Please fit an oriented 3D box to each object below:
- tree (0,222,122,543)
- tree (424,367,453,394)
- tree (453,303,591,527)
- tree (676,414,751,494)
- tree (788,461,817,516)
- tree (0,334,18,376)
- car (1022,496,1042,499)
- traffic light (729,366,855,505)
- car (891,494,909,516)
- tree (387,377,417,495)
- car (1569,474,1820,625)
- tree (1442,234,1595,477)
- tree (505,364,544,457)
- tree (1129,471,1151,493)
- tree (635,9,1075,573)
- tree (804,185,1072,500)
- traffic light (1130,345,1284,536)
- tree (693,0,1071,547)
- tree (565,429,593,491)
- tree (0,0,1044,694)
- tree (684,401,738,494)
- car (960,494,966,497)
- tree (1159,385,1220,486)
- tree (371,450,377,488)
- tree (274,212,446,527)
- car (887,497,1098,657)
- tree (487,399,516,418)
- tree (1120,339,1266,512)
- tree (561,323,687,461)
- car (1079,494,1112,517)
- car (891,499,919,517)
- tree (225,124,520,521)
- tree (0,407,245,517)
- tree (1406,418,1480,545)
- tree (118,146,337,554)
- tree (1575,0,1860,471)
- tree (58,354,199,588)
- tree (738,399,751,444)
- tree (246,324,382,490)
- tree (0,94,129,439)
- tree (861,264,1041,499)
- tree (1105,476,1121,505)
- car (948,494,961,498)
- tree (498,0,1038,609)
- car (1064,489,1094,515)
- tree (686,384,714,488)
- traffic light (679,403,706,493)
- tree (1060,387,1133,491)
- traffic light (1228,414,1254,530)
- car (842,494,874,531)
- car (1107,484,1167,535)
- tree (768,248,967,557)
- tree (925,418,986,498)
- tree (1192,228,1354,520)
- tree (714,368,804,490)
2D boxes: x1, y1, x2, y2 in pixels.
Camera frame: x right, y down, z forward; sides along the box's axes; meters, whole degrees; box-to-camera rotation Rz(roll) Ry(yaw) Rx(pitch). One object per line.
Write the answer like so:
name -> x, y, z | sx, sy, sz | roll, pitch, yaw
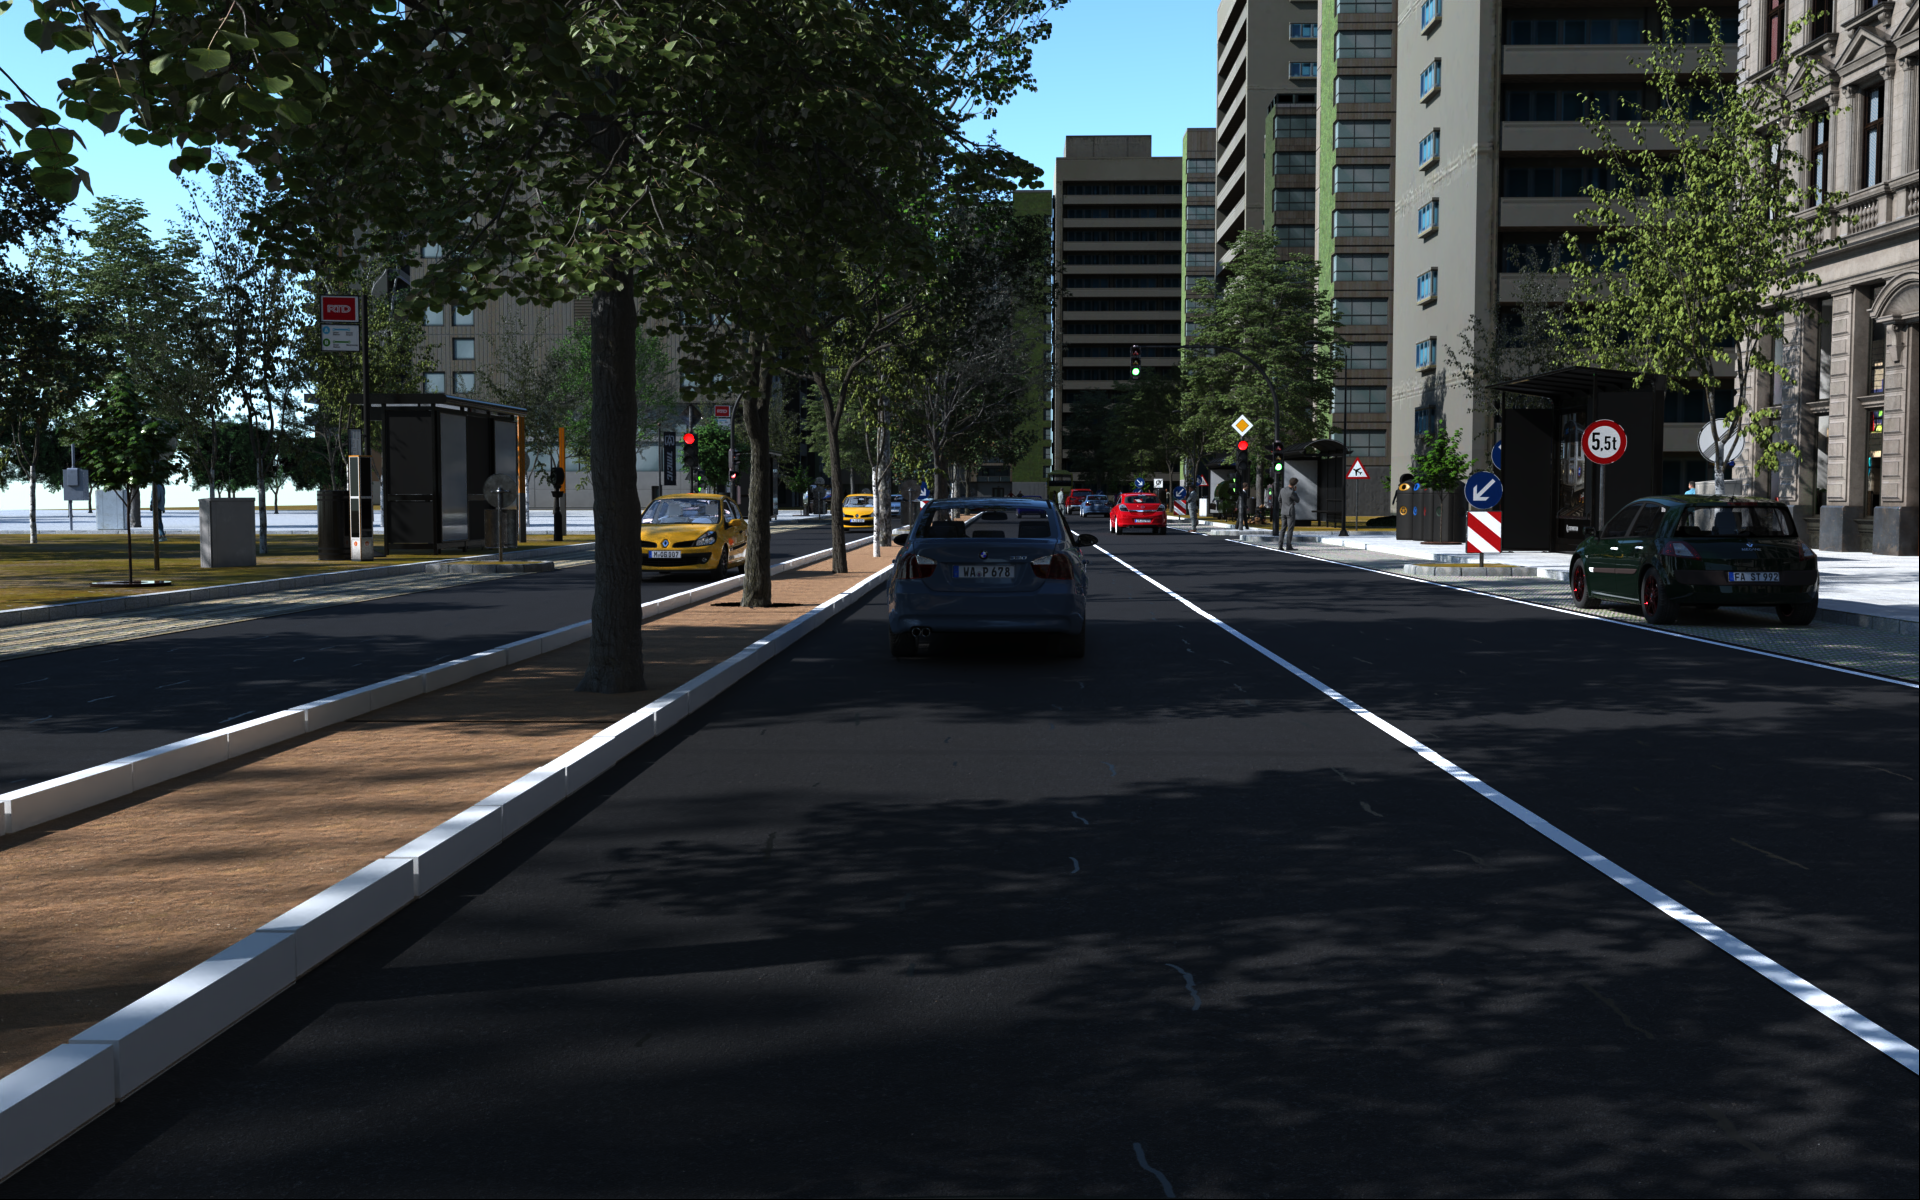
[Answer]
tree -> -24.163, -5.796, 45.130 | 4.737, 8.622, 4.395 | 0, 3, 0
tree -> -27.124, -8.886, 95.640 | 4.360, 8.622, 3.978 | 0, 3, 0
tree -> -16.675, -7.163, 67.470 | 4.360, 8.622, 3.978 | 0, 3, 0
tree -> -10.121, -5.321, 70.719 | 4.285, 4.588, 4.351 | 0, 3, 0
tree -> -9.406, -6.557, 101.815 | 1.663, 3.219, 1.824 | 0, 3, 0
tree -> -12.575, -2.210, 19.845 | 4.285, 4.588, 4.351 | 0, 3, 0
car -> 4.236, -5.540, 103.160 | 1.945, 1.354, 3.894 | 0, 4, 0
traffic light -> -5.956, -5.312, 61.520 | 4.771, 5.953, 1.251 | 0, 4, 2
car -> -3.730, -5.595, 103.481 | 2.014, 1.417, 4.499 | 0, 4, 3
tree -> -34.310, -9.758, 109.909 | 4.360, 8.622, 3.978 | 0, 3, 0
car -> 8.473, -0.641, 20.270 | 2.009, 1.686, 4.222 | 0, 4, 3
tree -> 16.220, -6.072, 49.637 | 4.360, 8.622, 3.978 | 0, 3, 0
tree -> -25.384, -10.649, 108.525 | 8.767, 10.594, 7.601 | -2, 4, -29
tree -> 15.042, -9.096, 143.325 | 1.663, 3.219, 1.824 | 0, 3, 0
tree -> -2.132, -5.775, 31.286 | 8.767, 10.594, 7.601 | 0, 4, 2
tree -> -0.853, -9.353, 65.753 | 12.009, 13.543, 11.850 | 0, 3, 0
traffic light -> 7.569, -4.789, 52.962 | 4.771, 5.953, 1.251 | 0, 4, 2
tree -> -3.259, -11.561, 47.371 | 12.611, 20.169, 13.585 | 0, 3, 0
tree -> -27.762, -11.027, 130.648 | 4.737, 8.622, 4.395 | 0, 3, 0
tree -> -2.591, -5.629, 12.625 | 7.486, 12.596, 7.792 | 0, 3, 0
tree -> -19.459, -11.274, 134.693 | 4.737, 8.622, 4.395 | 0, 3, 0
car -> 0.409, -11.474, 197.378 | 2.009, 1.686, 4.222 | 0, 4, 2
tree -> 14.601, -9.738, 109.571 | 4.737, 8.622, 4.395 | 0, 3, 0
tree -> -51.483, -10.251, 130.512 | 20.602, 7.101, 11.467 | 1, 4, 15
tree -> -15.832, -5.814, 45.427 | 4.737, 8.622, 4.395 | 0, 3, 0
car -> 0.320, -0.278, 16.541 | 2.014, 1.417, 4.499 | 0, 4, 3
tree -> -34.700, -10.981, 129.908 | 4.737, 8.622, 4.395 | 0, 3, 0
tree -> 13.771, -10.239, 101.828 | 8.767, 10.594, 7.601 | 0, 4, 0
tree -> -23.526, -12.865, 120.705 | 12.009, 13.543, 11.850 | 0, 3, 0
car -> 8.401, -5.824, 107.229 | 2.014, 1.417, 4.499 | 0, 4, 1
car -> -3.397, -5.927, 109.268 | 2.083, 1.381, 4.827 | 0, 3, 0
tree -> -26.174, -13.738, 80.502 | 12.611, 20.169, 13.585 | 0, 3, 0
tree -> -51.807, -9.286, 114.728 | 20.602, 7.101, 11.467 | 0, 4, -3
tree -> 12.293, -3.040, 44.311 | 1.663, 3.219, 1.824 | 0, 3, 0
tree -> -14.994, -5.290, 36.860 | 4.360, 8.622, 3.978 | 0, 3, 0
tree -> 11.106, -4.593, 25.452 | 4.737, 8.622, 4.395 | 0, 3, 0
tree -> -11.506, -1.797, 23.990 | 1.663, 3.219, 1.824 | 0, 3, 0
tree -> -13.397, -10.736, 125.891 | 4.737, 8.622, 4.395 | 0, 3, 0
tree -> -34.667, -9.836, 95.230 | 7.601, 10.594, 8.767 | 0, 4, 8
tree -> -23.050, -7.268, 35.841 | 9.611, 12.733, 9.660 | 0, 3, 0
tree -> -0.797, -10.086, 84.372 | 9.611, 12.733, 9.660 | 0, 3, 0
tree -> 16.120, -11.327, 179.797 | 1.663, 3.219, 1.824 | 0, 3, 0
car -> -0.606, -10.094, 175.257 | 2.015, 1.641, 3.980 | 0, 4, 0
tree -> -2.470, -5.706, 21.510 | 9.928, 11.665, 9.643 | 0, 3, 0
car -> 8.565, -6.984, 122.869 | 2.281, 1.827, 5.304 | 0, 4, 1
tree -> -15.641, -9.765, 110.016 | 4.360, 8.622, 3.978 | 0, 3, 0
traffic light -> -8.291, -3.954, 53.567 | 0.839, 4.253, 0.868 | 0, 4, 2
tree -> 16.492, -18.188, 204.024 | 9.857, 13.997, 8.962 | 0, 3, 0
traffic light -> 9.904, -4.410, 61.021 | 0.839, 4.253, 0.868 | 0, 4, 2
car -> -3.701, -3.379, 65.466 | 2.015, 1.641, 3.980 | 0, 4, 2
car -> 6.393, -3.262, 62.375 | 2.155, 1.783, 4.494 | 0, 4, 1
tree -> -1.854, -5.257, 38.767 | 4.737, 8.622, 4.395 | 0, 3, 0
tree -> -0.415, -8.542, 92.475 | 4.360, 8.622, 3.978 | 0, 3, 0
tree -> 13.019, -9.564, 74.499 | 7.486, 12.596, 7.792 | 0, 3, 0
tree -> -10.076, -8.629, 91.443 | 4.360, 8.622, 3.978 | 0, 3, 0
